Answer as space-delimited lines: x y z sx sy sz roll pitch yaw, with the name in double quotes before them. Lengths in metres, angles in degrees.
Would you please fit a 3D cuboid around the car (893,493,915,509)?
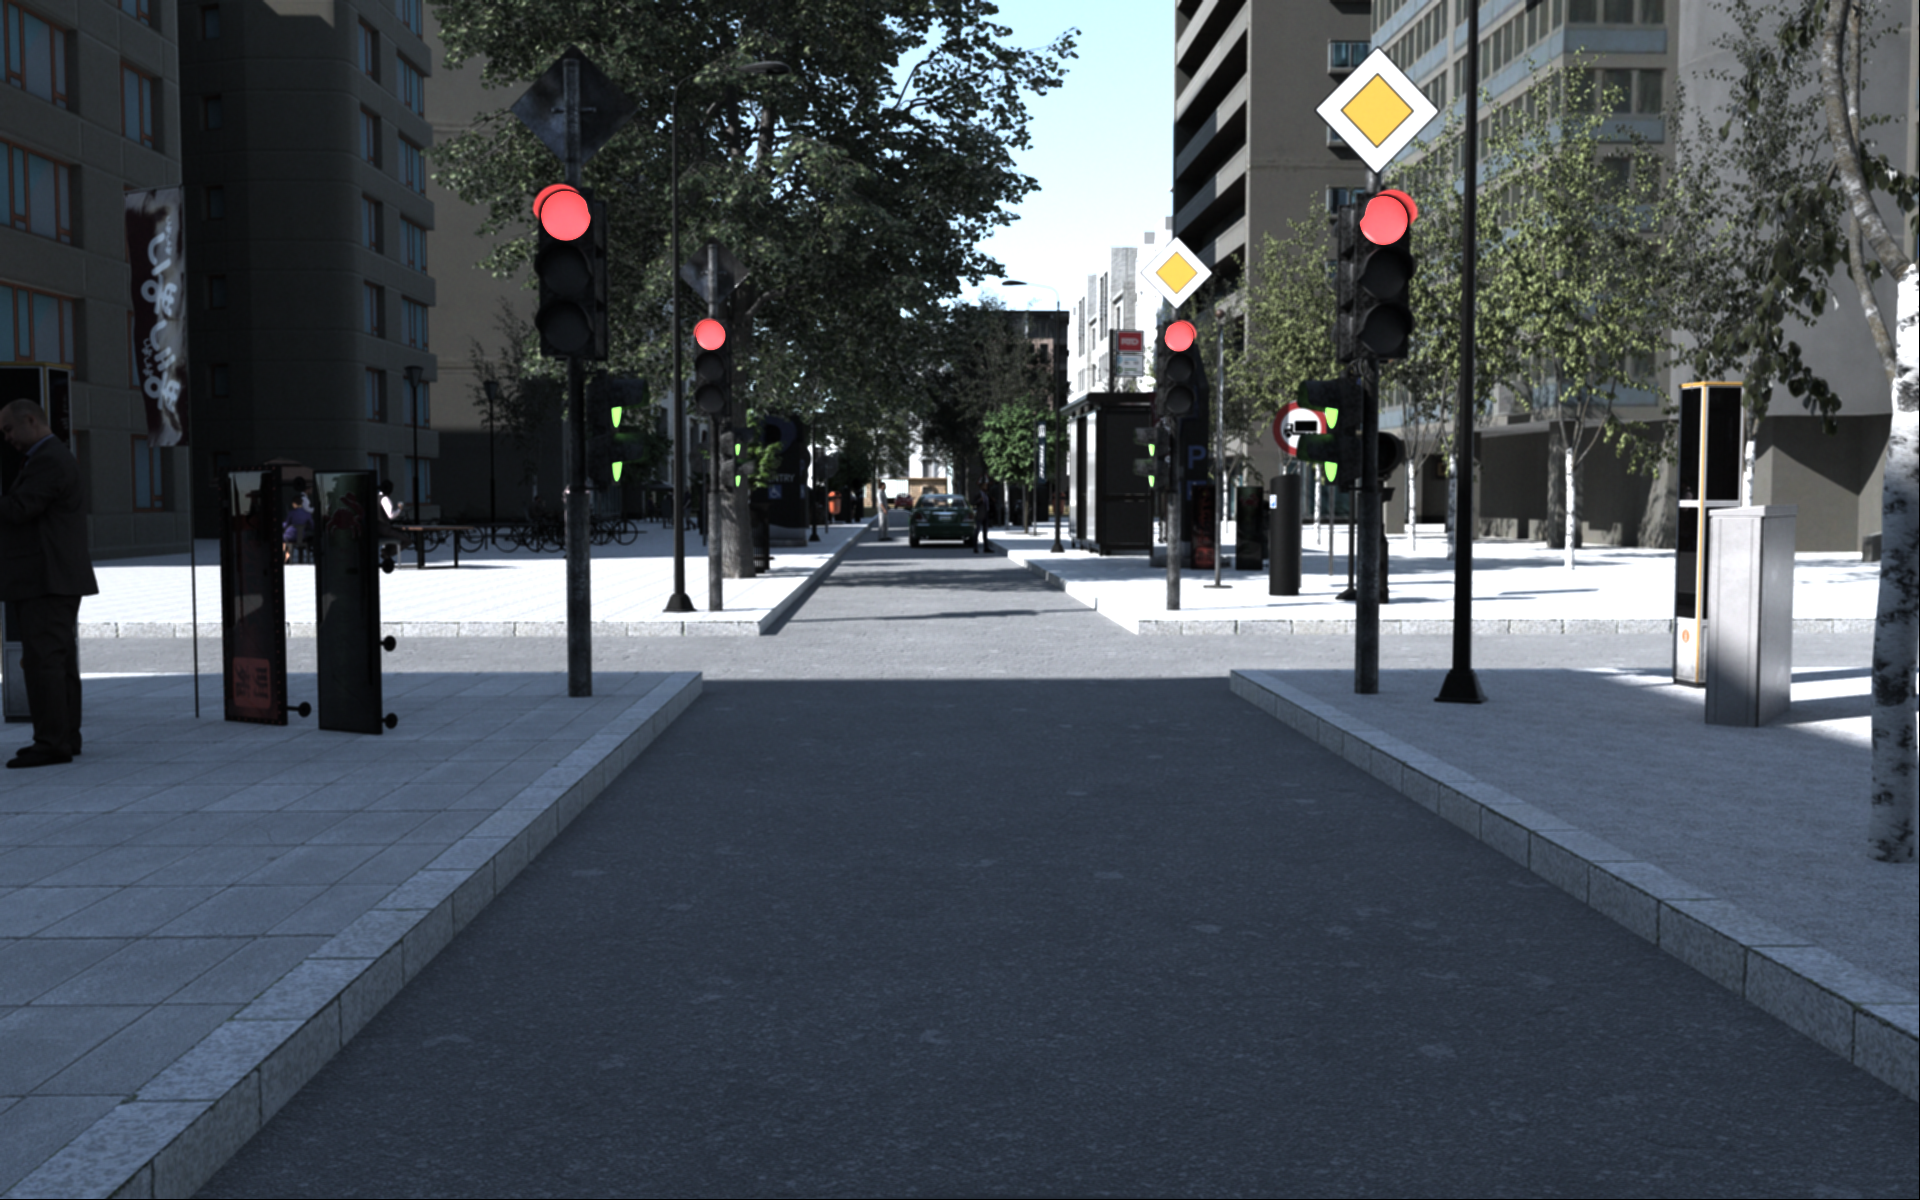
"car" -5.447 -9.724 168.022 2.155 1.783 4.494 0 4 -2

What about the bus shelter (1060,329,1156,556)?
"bus shelter" 3.522 -3.808 39.898 2.179 5.291 8.768 0 4 -2

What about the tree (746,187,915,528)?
"tree" -5.444 -8.966 64.722 7.486 12.596 7.792 0 3 0

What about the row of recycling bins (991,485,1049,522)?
"row of recycling bins" 2.786 -4.497 80.640 3.534 1.692 1.069 -3 5 -41

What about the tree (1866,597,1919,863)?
"tree" 3.507 -3.397 5.910 4.360 8.622 3.978 0 3 0

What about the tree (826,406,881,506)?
"tree" -7.952 -10.905 128.664 4.737 8.622 4.395 0 3 0

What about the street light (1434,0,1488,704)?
"street light" 2.573 -2.326 10.568 1.470 5.913 1.316 0 4 -2

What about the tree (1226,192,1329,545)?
"tree" 9.204 -5.678 43.202 4.737 8.622 4.395 0 3 0

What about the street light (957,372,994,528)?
"street light" 0.579 -5.717 66.015 1.470 5.913 1.316 0 4 -2

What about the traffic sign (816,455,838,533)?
"traffic sign" -4.366 -3.455 56.589 0.768 2.556 0.104 0 4 0

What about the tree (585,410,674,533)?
"tree" -11.095 -4.511 57.470 4.285 4.588 4.351 0 3 0

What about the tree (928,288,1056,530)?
"tree" 1.596 -6.772 61.091 4.360 8.622 3.978 0 3 0

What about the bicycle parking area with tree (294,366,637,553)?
"bicycle parking area with tree" -11.915 -3.330 41.448 9.016 4.147 8.231 1 4 17

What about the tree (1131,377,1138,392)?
"tree" 9.770 -7.243 68.785 4.360 8.622 3.978 0 3 0

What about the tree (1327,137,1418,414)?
"tree" 9.719 -5.065 33.181 4.737 8.622 4.395 0 3 0

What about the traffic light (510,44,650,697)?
"traffic light" -2.395 -1.343 10.879 0.839 4.253 0.868 0 4 -2

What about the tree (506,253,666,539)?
"tree" -10.459 -6.039 49.100 4.360 8.622 3.978 0 3 0

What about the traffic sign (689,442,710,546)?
"traffic sign" -6.300 -2.602 42.642 0.768 2.556 0.104 0 4 1

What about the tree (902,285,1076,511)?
"tree" 1.783 -8.735 77.235 8.767 10.594 7.601 -2 4 -33

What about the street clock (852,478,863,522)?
"street clock" -4.681 -4.555 79.041 0.471 2.002 0.358 3 4 37

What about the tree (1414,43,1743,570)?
"tree" 10.313 -4.793 28.724 4.737 8.622 4.395 0 3 0

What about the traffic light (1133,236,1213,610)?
"traffic light" 2.340 -1.842 19.040 0.839 4.253 0.868 0 4 -2

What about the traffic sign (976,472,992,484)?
"traffic sign" 1.308 -5.760 94.174 0.884 2.594 0.081 0 4 -1

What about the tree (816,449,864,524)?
"tree" -5.393 -4.851 73.916 1.663 3.219 1.824 0 3 0

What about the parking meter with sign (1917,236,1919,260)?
"parking meter with sign" 5.952 -0.828 9.801 0.543 3.016 1.738 3 5 45

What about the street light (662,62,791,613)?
"street light" -2.521 -2.827 18.755 1.470 5.913 1.316 0 4 -2

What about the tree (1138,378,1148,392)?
"tree" 8.719 -6.412 55.201 4.360 8.622 3.978 0 3 0

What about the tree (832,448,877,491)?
"tree" -6.950 -7.703 109.655 4.285 4.588 4.351 0 3 0

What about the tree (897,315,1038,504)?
"tree" 0.460 -12.527 115.191 12.009 13.543 11.850 0 3 0

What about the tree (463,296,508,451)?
"tree" -15.733 -6.886 62.942 4.360 8.622 3.978 0 3 0

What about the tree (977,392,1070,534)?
"tree" 2.098 -4.410 55.811 4.285 4.588 4.351 0 3 0

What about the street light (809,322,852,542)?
"street light" -3.406 -4.540 46.766 1.470 5.913 1.316 0 4 -2

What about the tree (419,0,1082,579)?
"tree" -3.358 -7.311 26.198 9.857 13.997 8.962 0 3 0

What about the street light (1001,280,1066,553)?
"street light" 1.596 -3.989 37.756 1.470 5.913 1.316 0 4 -2

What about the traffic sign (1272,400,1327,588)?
"traffic sign" 4.624 -1.436 23.578 0.768 2.556 0.104 0 4 6

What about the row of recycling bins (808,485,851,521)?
"row of recycling bins" -6.950 -4.604 82.393 3.534 1.692 1.069 0 4 -3

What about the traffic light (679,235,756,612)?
"traffic light" -2.658 -1.831 18.860 0.839 4.253 0.868 0 4 -2

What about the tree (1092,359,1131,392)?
"tree" 8.518 -8.535 89.911 4.360 8.622 3.978 0 3 0

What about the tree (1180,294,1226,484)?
"tree" 9.076 -5.980 48.138 4.737 8.622 4.395 0 3 0

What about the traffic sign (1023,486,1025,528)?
"traffic sign" 2.403 -3.971 65.035 0.768 2.556 0.104 0 4 1

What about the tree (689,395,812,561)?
"tree" -4.069 -2.391 33.699 1.663 3.219 1.824 0 3 0

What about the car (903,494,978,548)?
"car" -0.490 -2.205 47.845 2.131 1.459 4.920 0 4 -2

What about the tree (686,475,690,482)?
"tree" -11.078 -4.942 75.396 1.663 3.219 1.824 0 3 0

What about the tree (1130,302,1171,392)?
"tree" 8.187 -6.807 61.653 4.737 8.622 4.395 0 3 0

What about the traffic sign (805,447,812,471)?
"traffic sign" -4.131 -2.668 43.723 0.768 2.556 0.104 0 4 2

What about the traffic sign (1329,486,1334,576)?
"traffic sign" 5.798 -1.652 27.007 0.884 2.594 0.081 0 4 6

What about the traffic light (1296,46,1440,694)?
"traffic light" 2.603 -1.354 11.059 0.839 4.253 0.868 0 4 -2
